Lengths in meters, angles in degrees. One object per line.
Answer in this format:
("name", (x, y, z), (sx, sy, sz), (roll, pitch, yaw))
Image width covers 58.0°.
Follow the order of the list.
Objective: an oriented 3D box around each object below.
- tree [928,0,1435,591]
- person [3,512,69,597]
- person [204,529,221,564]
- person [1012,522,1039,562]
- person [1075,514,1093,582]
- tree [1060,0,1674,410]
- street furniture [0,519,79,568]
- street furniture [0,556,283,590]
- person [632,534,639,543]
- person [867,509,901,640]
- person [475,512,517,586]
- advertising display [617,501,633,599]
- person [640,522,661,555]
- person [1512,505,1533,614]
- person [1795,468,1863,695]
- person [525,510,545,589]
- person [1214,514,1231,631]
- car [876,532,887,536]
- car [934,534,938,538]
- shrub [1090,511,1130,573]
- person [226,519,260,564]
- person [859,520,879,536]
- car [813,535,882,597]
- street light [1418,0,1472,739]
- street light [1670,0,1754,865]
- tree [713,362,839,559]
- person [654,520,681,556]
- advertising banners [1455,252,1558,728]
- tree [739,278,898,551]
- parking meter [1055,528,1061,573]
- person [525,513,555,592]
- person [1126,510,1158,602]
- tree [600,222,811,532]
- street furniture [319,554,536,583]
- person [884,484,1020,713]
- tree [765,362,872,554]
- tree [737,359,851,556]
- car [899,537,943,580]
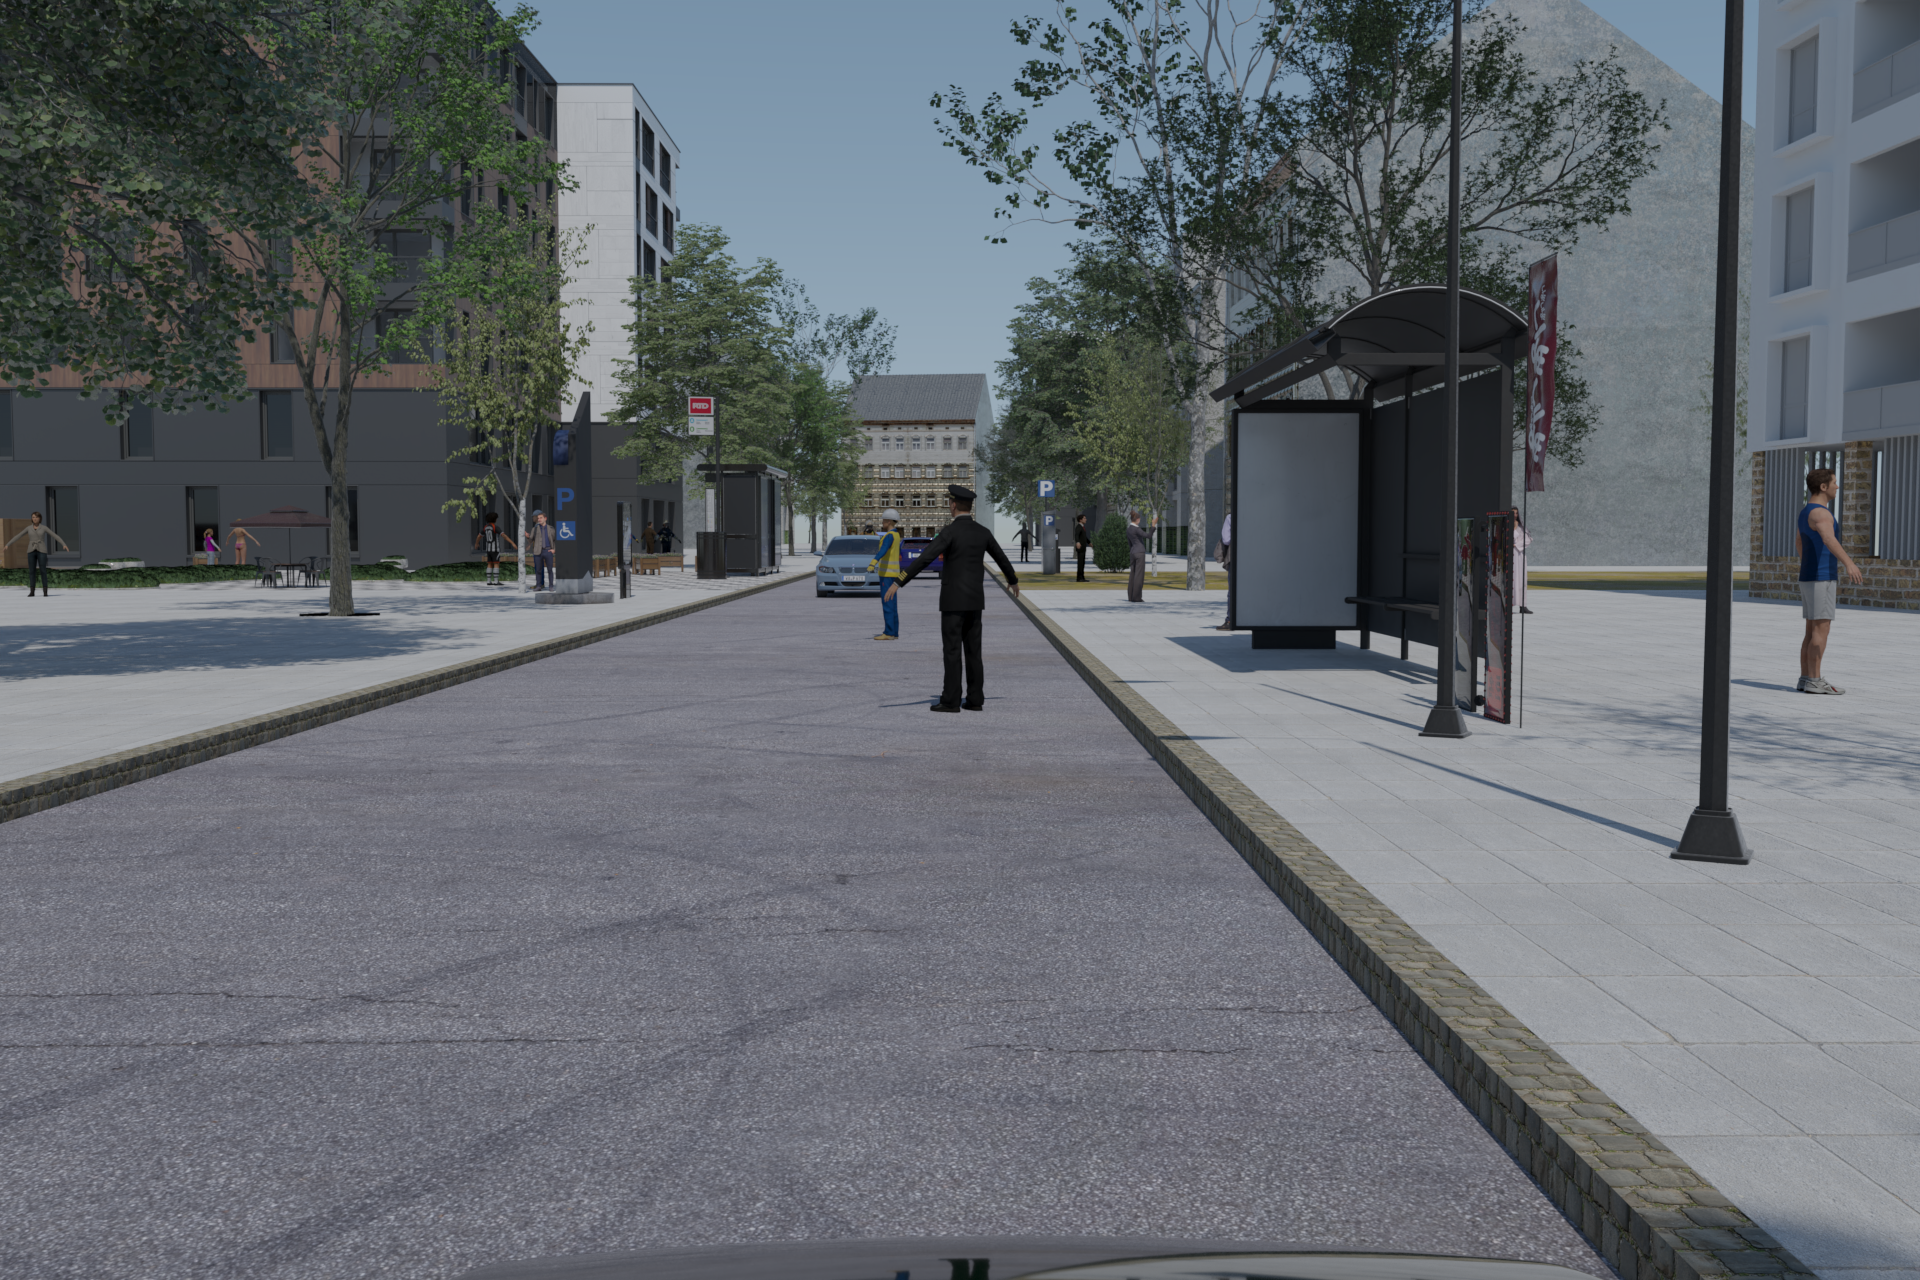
("tree", (5.625, -11.270, 40.148), (12.611, 20.169, 13.585), (0, 3, 0))
("person", (-18.840, -1.747, 35.330), (1.215, 1.744, 0.721), (-1, 4, -15))
("person", (-21.741, -2.515, 50.379), (0.991, 1.433, 0.599), (3, 5, 44))
("person", (2.959, -4.467, 79.168), (1.348, 1.813, 0.705), (2, 4, 25))
("person", (3.262, -2.445, 46.168), (0.705, 1.806, 1.347), (1, 4, 19))
("tree", (5.658, -5.581, 25.664), (8.767, 10.594, 7.601), (-1, 4, -14))
("street furniture", (-31.503, -2.689, 50.814), (9.812, 1.723, 11.010), (0, 4, -3))
("street furniture", (-21.443, -1.773, 44.615), (5.734, 0.657, 10.072), (0, 4, 3))
("person", (-13.480, -3.930, 70.216), (0.705, 1.833, 1.349), (2, 4, 23))
("person", (-1.035, -0.891, 23.488), (0.721, 1.772, 1.216), (1, 4, 13))
("person", (-11.572, -2.254, 43.002), (1.345, 1.843, 0.704), (2, 4, 28))
("advertising display", (-6.692, -1.797, 34.599), (0.123, 1.923, 0.974), (0, 4, 0))
("person", (-13.171, -4.136, 73.756), (1.346, 1.812, 0.704), (2, 4, 35))
("person", (8.905, -1.297, 27.918), (0.551, 1.740, 0.621), (-2, 4, -23))
("person", (6.944, -0.476, 13.950), (0.704, 1.807, 1.345), (1, 4, 11))
("person", (-9.915, -2.128, 40.650), (0.705, 1.847, 1.347), (0, 4, 1))
("person", (3.713, -1.046, 23.017), (0.709, 1.838, 0.599), (-1, 4, -10))
("car", (-3.011, -3.362, 64.566), (1.945, 1.707, 3.694), (0, 3, 0))
("car", (-1.103, -6.917, 121.893), (1.959, 1.807, 4.718), (0, 4, 0))
("shrub", (5.067, -3.226, 56.793), (1.661, 2.075, 1.752), (0, 3, 0))
("person", (-21.322, -2.731, 51.463), (1.217, 1.733, 0.721), (1, 4, 19))
("person", (-2.736, -2.692, 52.247), (1.354, 1.858, 0.705), (-1, 4, -15))
("car", (-2.402, -1.757, 40.731), (2.014, 1.417, 4.499), (0, 4, -1))
("street light", (3.631, -2.343, 10.842), (1.470, 5.913, 1.316), (0, 4, 0))
("street light", (3.532, -2.089, 6.704), (1.470, 5.913, 1.316), (0, 4, 0))
("tree", (-9.716, -9.501, 89.750), (7.601, 10.594, 8.767), (0, 4, 1))
("person", (-11.822, -3.914, 69.775), (0.705, 1.856, 1.354), (3, 5, 43))
("advertising banners", (3.695, -0.958, 11.853), (0.090, 3.025, 2.074), (0, 3, 0))
("tree", (-11.708, -16.785, 130.322), (12.611, 20.169, 13.585), (0, 3, 0))
("parking meter", (3.112, -2.957, 56.757), (0.372, 1.533, 0.369), (0, 3, 0))
("person", (-9.281, -1.947, 38.407), (0.617, 1.759, 0.750), (0, 4, 4))
("person", (3.449, -1.576, 32.610), (0.742, 1.727, 0.445), (2, 4, 32))
("tree", (-9.357, -8.925, 64.059), (7.486, 12.596, 7.792), (0, 3, 0))
("street furniture", (-14.983, -2.094, 49.862), (5.734, 0.657, 10.072), (0, 4, -6))
("person", (-0.004, -0.343, 13.999), (1.347, 1.837, 0.705), (-3, 4, -37))
("tree", (-9.672, -12.014, 114.557), (7.486, 12.596, 7.792), (0, 3, 0))
("tree", (-9.932, -10.689, 100.515), (9.928, 11.665, 9.643), (0, 3, 0))
("car", (-1.284, -2.646, 55.845), (1.945, 1.354, 3.894), (0, 4, -1))
